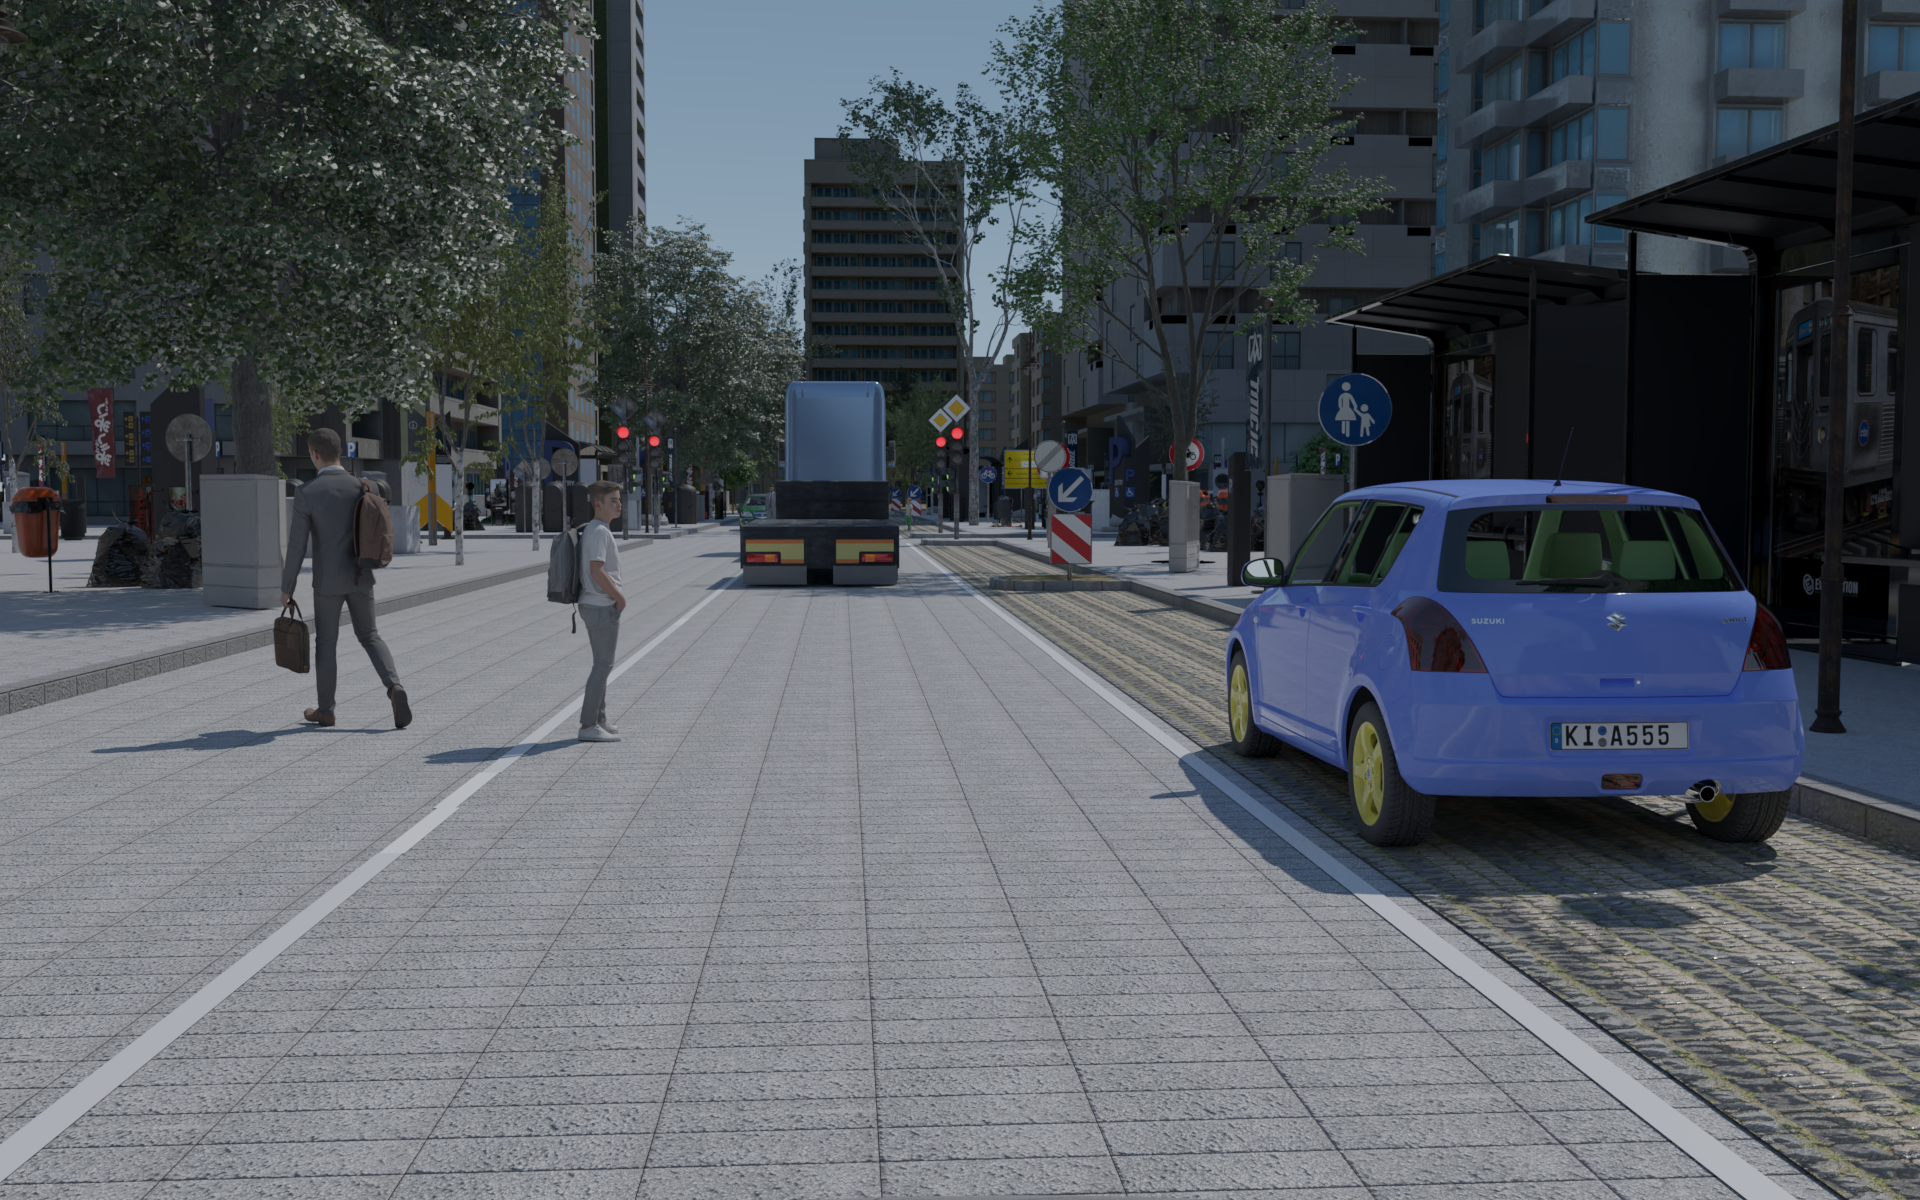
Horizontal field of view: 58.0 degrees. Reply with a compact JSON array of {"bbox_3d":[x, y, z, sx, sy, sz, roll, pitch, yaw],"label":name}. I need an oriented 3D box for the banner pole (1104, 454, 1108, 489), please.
[{"bbox_3d":[9.057,-7.181,107.427,0.401,3.779,0.863,1,4,22],"label":"banner pole"}]

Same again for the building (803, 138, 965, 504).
[{"bbox_3d":[-10.644,-37.631,238.974,21.600,48.544,21.300,0,4,-4],"label":"building"}]

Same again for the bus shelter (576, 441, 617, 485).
[{"bbox_3d":[-14.709,-4.550,68.319,2.014,3.302,5.546,0,4,-4],"label":"bus shelter"}]

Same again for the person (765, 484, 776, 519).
[{"bbox_3d":[-7.066,-3.455,65.267,0.678,1.792,0.850,1,4,12],"label":"person"}]

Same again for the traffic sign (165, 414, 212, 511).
[{"bbox_3d":[-12.249,-1.676,27.503,0.768,2.556,0.104,0,4,4],"label":"traffic sign"}]

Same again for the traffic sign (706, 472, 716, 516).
[{"bbox_3d":[-14.595,-6.159,100.812,0.768,2.556,0.104,0,3,0],"label":"traffic sign"}]

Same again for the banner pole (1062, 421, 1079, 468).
[{"bbox_3d":[3.738,-4.253,59.561,0.863,3.779,0.401,-2,4,-32],"label":"banner pole"}]

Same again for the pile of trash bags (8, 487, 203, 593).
[{"bbox_3d":[-11.281,-0.861,23.823,1.912,1.369,3.447,2,4,32],"label":"pile of trash bags"}]

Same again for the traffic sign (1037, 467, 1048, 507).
[{"bbox_3d":[2.962,-3.566,58.411,0.768,2.556,0.104,0,4,1],"label":"traffic sign"}]

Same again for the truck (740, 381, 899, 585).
[{"bbox_3d":[-2.658,-2.806,35.632,2.967,4.110,18.799,0,4,-3],"label":"truck"}]

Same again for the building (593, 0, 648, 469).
[{"bbox_3d":[-47.176,-39.009,179.803,28.212,58.520,21.231,0,4,-4],"label":"building"}]

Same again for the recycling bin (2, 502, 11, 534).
[{"bbox_3d":[-30.364,-2.653,55.930,0.722,1.027,0.722,0,4,7],"label":"recycling bin"}]

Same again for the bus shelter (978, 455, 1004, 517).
[{"bbox_3d":[1.197,-6.084,93.405,2.014,3.302,5.546,0,4,-4],"label":"bus shelter"}]

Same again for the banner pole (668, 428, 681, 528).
[{"bbox_3d":[-10.872,-4.620,65.561,0.401,3.779,0.863,1,4,18],"label":"banner pole"}]

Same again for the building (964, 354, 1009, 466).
[{"bbox_3d":[14.308,-24.464,245.027,28.899,21.520,27.650,0,4,-4],"label":"building"}]

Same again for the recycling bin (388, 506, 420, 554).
[{"bbox_3d":[-12.130,-1.517,37.359,0.722,1.027,0.722,0,4,8],"label":"recycling bin"}]

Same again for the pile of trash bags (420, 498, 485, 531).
[{"bbox_3d":[-18.275,-3.131,60.939,3.447,1.369,1.912,3,5,42],"label":"pile of trash bags"}]

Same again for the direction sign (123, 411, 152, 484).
[{"bbox_3d":[-22.587,-3.404,47.647,0.876,3.537,0.379,1,4,15],"label":"direction sign"}]

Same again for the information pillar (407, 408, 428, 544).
[{"bbox_3d":[-14.030,-3.269,44.797,0.504,3.616,0.183,-1,4,-11],"label":"information pillar"}]

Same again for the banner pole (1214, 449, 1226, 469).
[{"bbox_3d":[14.445,-6.487,96.073,0.863,3.779,0.401,2,4,31],"label":"banner pole"}]

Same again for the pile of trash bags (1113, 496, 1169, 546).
[{"bbox_3d":[5.410,-2.083,43.806,1.912,1.369,3.447,2,4,34],"label":"pile of trash bags"}]

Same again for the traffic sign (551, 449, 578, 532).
[{"bbox_3d":[-11.074,-2.958,48.473,0.768,2.556,0.104,0,4,5],"label":"traffic sign"}]

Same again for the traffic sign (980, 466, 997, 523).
[{"bbox_3d":[1.264,-4.749,77.748,0.768,2.556,0.104,0,4,2],"label":"traffic sign"}]

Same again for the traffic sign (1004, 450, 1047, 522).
[{"bbox_3d":[3.151,-5.246,79.648,2.265,3.308,0.079,0,4,-1],"label":"traffic sign"}]

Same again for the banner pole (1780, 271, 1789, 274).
[{"bbox_3d":[8.200,-1.676,17.419,0.401,3.779,0.863,1,4,14],"label":"banner pole"}]

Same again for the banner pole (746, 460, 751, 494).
[{"bbox_3d":[-16.317,-8.529,129.471,0.863,3.779,0.401,-3,4,-38],"label":"banner pole"}]

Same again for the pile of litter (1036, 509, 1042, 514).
[{"bbox_3d":[5.745,-6.077,113.321,1.719,0.858,1.176,0,4,2],"label":"pile of litter"}]

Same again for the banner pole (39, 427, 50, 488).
[{"bbox_3d":[-34.080,-4.560,64.567,0.401,3.779,0.863,0,4,-2],"label":"banner pole"}]

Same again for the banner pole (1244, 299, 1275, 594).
[{"bbox_3d":[3.896,-1.988,22.514,0.401,3.779,0.863,-1,4,-17],"label":"banner pole"}]

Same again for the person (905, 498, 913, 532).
[{"bbox_3d":[-1.898,-3.177,64.699,0.306,1.304,0.590,1,4,17],"label":"person"}]

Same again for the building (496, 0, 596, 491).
[{"bbox_3d":[-36.870,-29.730,136.193,14.600,45.320,14.200,0,4,-4],"label":"building"}]

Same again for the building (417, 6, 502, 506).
[{"bbox_3d":[-41.897,-29.651,108.488,21.300,48.544,21.600,0,4,-4],"label":"building"}]

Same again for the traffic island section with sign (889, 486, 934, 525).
[{"bbox_3d":[-2.279,-4.454,81.444,1.989,1.847,2.006,0,4,-4],"label":"traffic island section with sign"}]

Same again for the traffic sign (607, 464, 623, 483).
[{"bbox_3d":[-11.789,-3.505,59.428,0.606,2.300,0.079,0,4,2],"label":"traffic sign"}]

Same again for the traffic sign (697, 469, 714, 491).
[{"bbox_3d":[-12.911,-5.366,87.738,0.884,2.594,0.081,0,4,-2],"label":"traffic sign"}]

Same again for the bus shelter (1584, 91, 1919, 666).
[{"bbox_3d":[6.346,-1.253,11.768,1.731,3.624,6.357,0,4,-4],"label":"bus shelter"}]

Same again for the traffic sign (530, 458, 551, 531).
[{"bbox_3d":[-14.754,-3.713,60.817,0.768,2.556,0.104,0,4,-3],"label":"traffic sign"}]

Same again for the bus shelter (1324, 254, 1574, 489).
[{"bbox_3d":[5.907,-1.765,20.144,1.731,3.624,6.357,0,4,-4],"label":"bus shelter"}]

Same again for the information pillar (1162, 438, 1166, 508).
[{"bbox_3d":[8.611,-5.001,73.123,0.183,3.616,0.504,0,4,-5],"label":"information pillar"}]

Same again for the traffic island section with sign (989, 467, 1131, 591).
[{"bbox_3d":[1.471,-1.080,26.292,1.989,1.847,2.006,0,4,-4],"label":"traffic island section with sign"}]

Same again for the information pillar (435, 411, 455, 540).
[{"bbox_3d":[-14.513,-3.506,48.680,0.504,3.616,0.183,-3,5,-40],"label":"information pillar"}]

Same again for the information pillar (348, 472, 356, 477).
[{"bbox_3d":[-20.675,-3.318,58.749,0.304,2.012,0.304,-3,4,-38],"label":"information pillar"}]

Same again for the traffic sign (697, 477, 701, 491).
[{"bbox_3d":[-19.367,-7.913,129.480,0.768,2.556,0.104,0,4,5],"label":"traffic sign"}]

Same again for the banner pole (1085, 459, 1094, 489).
[{"bbox_3d":[9.160,-8.153,123.320,0.863,3.779,0.401,0,4,6],"label":"banner pole"}]

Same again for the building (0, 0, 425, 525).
[{"bbox_3d":[-32.509,-18.623,76.180,14.160,30.474,14.107,0,4,-4],"label":"building"}]

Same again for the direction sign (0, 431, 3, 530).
[{"bbox_3d":[-34.728,-4.309,62.441,0.876,3.537,0.379,3,4,38],"label":"direction sign"}]

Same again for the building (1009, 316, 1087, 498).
[{"bbox_3d":[20.587,-20.542,180.894,27.650,21.520,28.899,0,4,-4],"label":"building"}]

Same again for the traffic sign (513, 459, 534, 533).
[{"bbox_3d":[-14.327,-3.413,56.987,0.795,2.450,0.064,0,4,6],"label":"traffic sign"}]

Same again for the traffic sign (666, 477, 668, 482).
[{"bbox_3d":[-17.376,-6.384,104.480,0.768,2.556,0.104,0,4,1],"label":"traffic sign"}]

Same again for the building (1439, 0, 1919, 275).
[{"bbox_3d":[38.455,-28.265,81.749,30.456,49.044,23.786,0,4,-4],"label":"building"}]

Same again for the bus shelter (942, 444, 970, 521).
[{"bbox_3d":[-0.200,-5.681,84.162,1.731,3.624,6.357,0,4,-4],"label":"bus shelter"}]

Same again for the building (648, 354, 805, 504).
[{"bbox_3d":[-36.033,-24.217,240.994,28.899,21.520,27.650,0,4,-4],"label":"building"}]

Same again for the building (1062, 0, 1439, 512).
[{"bbox_3d":[23.916,-34.413,151.895,28.713,52.752,27.495,0,4,-4],"label":"building"}]

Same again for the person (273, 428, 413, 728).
[{"bbox_3d":[-3.776,-0.129,10.571,0.822,1.834,0.622,3,4,38],"label":"person"}]

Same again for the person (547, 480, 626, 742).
[{"bbox_3d":[-2.104,0.062,10.081,0.503,1.515,0.523,3,4,38],"label":"person"}]

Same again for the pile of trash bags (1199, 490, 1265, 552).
[{"bbox_3d":[6.322,-1.845,39.925,1.912,1.369,3.447,0,4,-2],"label":"pile of trash bags"}]

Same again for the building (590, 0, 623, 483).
[{"bbox_3d":[-41.048,-43.724,153.135,20.563,71.187,20.611,0,4,-4],"label":"building"}]

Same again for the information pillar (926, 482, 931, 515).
[{"bbox_3d":[-1.941,-6.301,107.517,0.304,2.012,0.304,-1,4,-11],"label":"information pillar"}]

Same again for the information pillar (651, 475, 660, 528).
[{"bbox_3d":[-11.656,-3.784,66.354,0.304,2.012,0.304,0,4,-5],"label":"information pillar"}]
